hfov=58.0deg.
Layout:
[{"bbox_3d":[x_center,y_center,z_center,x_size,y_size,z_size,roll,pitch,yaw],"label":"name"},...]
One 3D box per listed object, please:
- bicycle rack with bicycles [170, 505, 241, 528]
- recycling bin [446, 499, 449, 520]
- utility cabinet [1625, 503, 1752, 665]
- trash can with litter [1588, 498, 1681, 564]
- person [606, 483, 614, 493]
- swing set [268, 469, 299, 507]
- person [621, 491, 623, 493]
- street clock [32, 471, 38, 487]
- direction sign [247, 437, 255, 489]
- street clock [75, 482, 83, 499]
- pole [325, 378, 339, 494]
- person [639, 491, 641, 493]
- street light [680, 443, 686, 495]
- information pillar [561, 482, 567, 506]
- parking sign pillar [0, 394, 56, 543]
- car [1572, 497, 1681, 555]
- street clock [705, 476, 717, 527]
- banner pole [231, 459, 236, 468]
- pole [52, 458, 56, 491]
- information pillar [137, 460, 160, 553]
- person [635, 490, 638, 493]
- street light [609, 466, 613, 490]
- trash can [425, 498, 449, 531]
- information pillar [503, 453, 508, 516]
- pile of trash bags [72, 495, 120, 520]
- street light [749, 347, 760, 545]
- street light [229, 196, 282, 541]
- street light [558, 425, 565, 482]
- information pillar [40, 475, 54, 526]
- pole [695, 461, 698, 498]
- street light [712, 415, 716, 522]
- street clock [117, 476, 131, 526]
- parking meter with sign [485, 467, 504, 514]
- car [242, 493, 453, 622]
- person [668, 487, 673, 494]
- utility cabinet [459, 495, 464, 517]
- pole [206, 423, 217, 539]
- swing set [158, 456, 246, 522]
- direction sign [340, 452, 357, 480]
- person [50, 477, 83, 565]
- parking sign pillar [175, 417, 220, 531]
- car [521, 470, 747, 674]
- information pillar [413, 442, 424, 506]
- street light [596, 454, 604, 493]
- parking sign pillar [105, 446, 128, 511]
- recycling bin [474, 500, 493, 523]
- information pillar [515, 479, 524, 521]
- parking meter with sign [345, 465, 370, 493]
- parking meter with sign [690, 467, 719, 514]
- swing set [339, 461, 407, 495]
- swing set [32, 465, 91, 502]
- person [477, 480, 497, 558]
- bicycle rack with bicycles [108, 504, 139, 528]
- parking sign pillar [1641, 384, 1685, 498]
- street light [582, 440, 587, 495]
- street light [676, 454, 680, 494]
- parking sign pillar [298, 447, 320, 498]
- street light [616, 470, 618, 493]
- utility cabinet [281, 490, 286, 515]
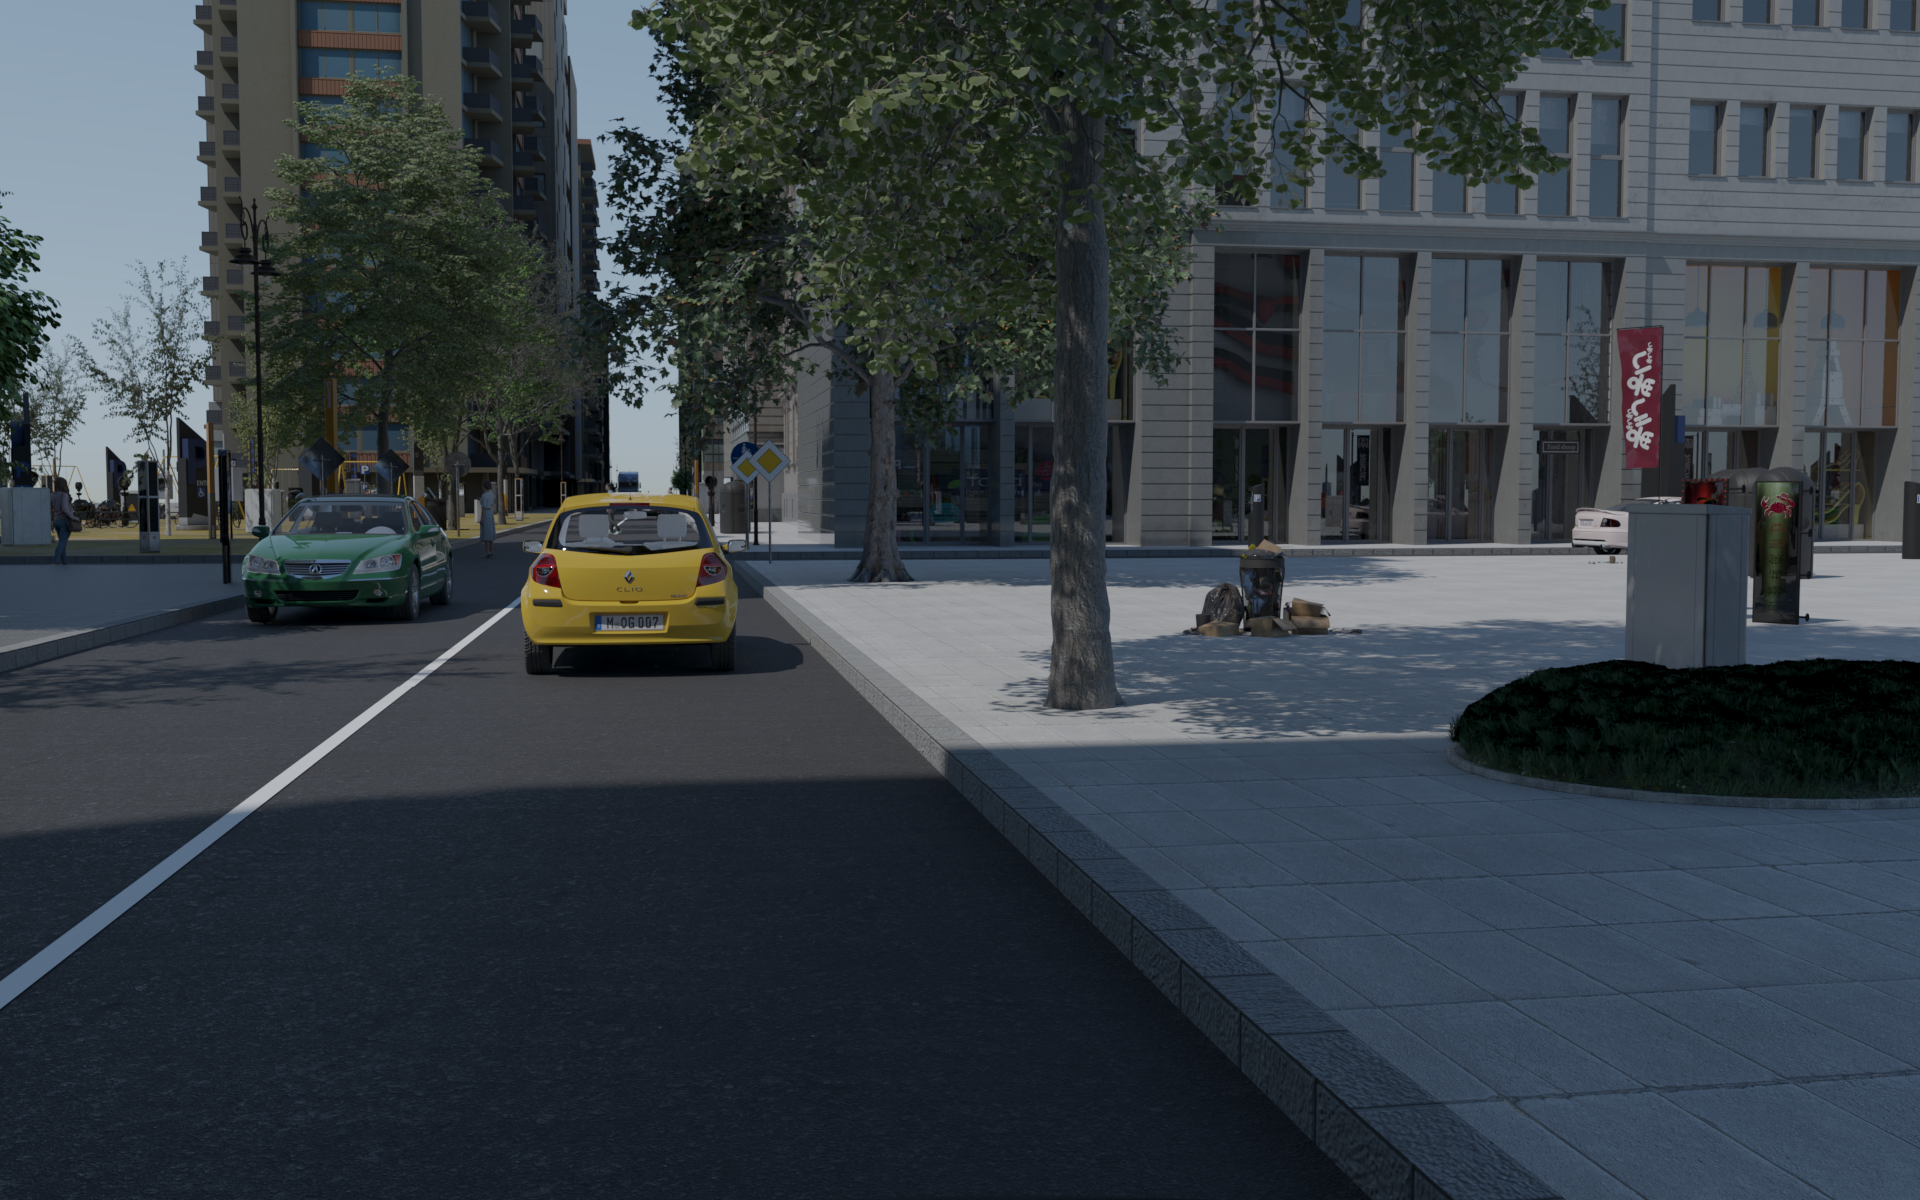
[{"bbox_3d":[-28.229,-3.162,65.085,2.852,0.926,2.925,2,4,25],"label":"bicycle rack with bicycles"},{"bbox_3d":[-25.829,-4.482,85.837,0.722,1.027,0.722,3,4,37],"label":"recycling bin"},{"bbox_3d":[4.661,0.002,11.132,0.306,1.237,1.020,0,4,-6],"label":"utility cabinet"},{"bbox_3d":[12.689,-1.274,31.896,2.233,1.210,1.678,0,4,7],"label":"trash can with litter"},{"bbox_3d":[-12.327,-3.241,61.505,0.620,1.820,0.660,-1,4,-8],"label":"person"},{"bbox_3d":[-41.425,-6.761,108.167,3.119,2.851,2.862,0,4,6],"label":"swing set"},{"bbox_3d":[-32.182,-9.489,164.582,0.756,1.711,0.436,2,4,24],"label":"person"},{"bbox_3d":[-28.467,-2.962,52.999,0.358,2.002,0.471,3,5,45],"label":"street clock"},{"bbox_3d":[-28.106,-4.692,68.709,0.379,3.537,0.876,-3,4,-39],"label":"direction sign"},{"bbox_3d":[-52.267,-6.006,102.770,0.358,2.002,0.471,0,4,0],"label":"street clock"},{"bbox_3d":[-11.111,-2.252,30.670,0.158,3.312,0.155,0,3,0],"label":"pole"},{"bbox_3d":[-32.143,-10.140,174.739,0.568,1.767,0.683,1,4,16],"label":"person"},{"bbox_3d":[-24.321,-11.054,153.516,0.468,5.910,1.993,-1,4,-10],"label":"street light"},{"bbox_3d":[-24.688,-6.328,107.951,0.304,2.012,0.304,0,4,-1],"label":"information pillar"},{"bbox_3d":[-24.634,-3.489,45.511,1.447,3.967,1.447,-2,4,-29],"label":"parking sign pillar"},{"bbox_3d":[16.182,-1.619,38.829,4.827,1.381,2.083,-1,4,-10],"label":"car"},{"bbox_3d":[-9.808,-3.898,68.304,0.471,2.002,0.358,2,4,33],"label":"street clock"},{"bbox_3d":[-45.325,-7.187,107.532,0.863,3.779,0.401,-1,4,-16],"label":"banner pole"},{"bbox_3d":[-51.283,-6.379,98.141,0.158,3.312,0.155,0,3,0],"label":"pole"},{"bbox_3d":[-17.708,-2.038,37.807,0.304,2.012,0.304,2,4,23],"label":"information pillar"},{"bbox_3d":[-25.844,-7.914,138.422,0.617,1.759,0.750,0,4,-7],"label":"person"},{"bbox_3d":[-46.570,-15.807,231.237,0.468,5.910,1.993,-1,4,-10],"label":"street light"},{"bbox_3d":[-17.426,-2.818,57.734,0.748,1.137,0.748,0,3,0],"label":"trash can"},{"bbox_3d":[-26.089,-6.612,99.465,0.183,3.616,0.504,0,4,1],"label":"information pillar"},{"bbox_3d":[-43.522,-4.666,86.034,3.447,1.369,1.912,0,4,7],"label":"pile of trash bags"},{"bbox_3d":[-5.121,-4.314,43.318,0.468,5.910,1.993,-1,4,-10],"label":"street light"},{"bbox_3d":[-11.022,-3.330,27.228,0.468,5.910,1.993,-1,4,-10],"label":"street light"},{"bbox_3d":[-26.281,-8.656,114.320,0.468,5.910,1.993,-1,4,-10],"label":"street light"},{"bbox_3d":[-35.197,-3.811,66.801,0.304,2.012,0.304,1,4,18],"label":"information pillar"},{"bbox_3d":[-15.853,-6.752,104.239,0.158,3.312,0.155,0,3,0],"label":"pole"},{"bbox_3d":[-11.189,-6.462,78.442,0.468,5.910,1.993,-1,4,-10],"label":"street light"},{"bbox_3d":[-33.740,-4.000,69.974,0.471,2.002,0.358,-3,5,-39],"label":"street clock"},{"bbox_3d":[-29.660,-6.928,109.541,1.738,3.016,0.543,0,4,-8],"label":"parking meter with sign"},{"bbox_3d":[-7.320,-0.565,21.035,2.131,1.459,4.920,-1,4,-9],"label":"car"},{"bbox_3d":[-15.656,-5.166,93.138,0.473,1.802,0.592,2,4,33],"label":"person"},{"bbox_3d":[-27.831,-5.174,95.755,0.306,1.237,1.020,1,4,20],"label":"utility cabinet"},{"bbox_3d":[-21.463,-3.413,49.639,0.158,3.312,0.155,0,3,0],"label":"pole"},{"bbox_3d":[-31.395,-4.474,70.769,3.119,2.851,2.862,1,4,19],"label":"swing set"},{"bbox_3d":[-32.895,-6.192,93.229,0.876,3.537,0.379,-1,4,-12],"label":"direction sign"},{"bbox_3d":[-16.597,-1.400,31.980,0.593,1.750,0.643,2,4,28],"label":"person"},{"bbox_3d":[-27.026,-4.454,61.302,1.447,3.967,1.447,1,4,23],"label":"parking sign pillar"},{"bbox_3d":[-2.876,-0.312,15.319,2.015,1.641,3.980,-1,4,-9],"label":"car"},{"bbox_3d":[-24.597,-5.340,78.660,0.504,3.616,0.183,-3,5,-43],"label":"information pillar"},{"bbox_3d":[-38.666,-12.992,185.206,0.468,5.910,1.993,-1,4,-10],"label":"street light"},{"bbox_3d":[-47.939,-6.732,98.532,1.447,3.967,1.447,1,4,12],"label":"parking sign pillar"},{"bbox_3d":[-21.308,-3.970,77.465,0.722,1.027,0.722,-1,4,-21],"label":"recycling bin"},{"bbox_3d":[-20.884,-4.746,82.082,0.304,2.012,0.304,0,4,2],"label":"information pillar"},{"bbox_3d":[-30.413,-5.540,86.844,1.738,3.016,0.543,-1,4,-14],"label":"parking meter with sign"},{"bbox_3d":[-16.317,-7.008,110.838,1.738,3.016,0.543,1,4,8],"label":"parking meter with sign"},{"bbox_3d":[-28.216,-5.208,82.764,3.119,2.851,2.862,0,4,-5],"label":"swing set"},{"bbox_3d":[-49.536,-5.930,94.574,2.862,2.851,3.119,1,4,22],"label":"swing set"},{"bbox_3d":[-10.722,-1.832,39.015,0.524,1.755,0.480,1,4,12],"label":"person"},{"bbox_3d":[-32.148,-3.166,65.148,2.852,0.926,2.925,3,4,37],"label":"bicycle rack with bicycles"},{"bbox_3d":[17.530,-3.347,43.203,1.447,3.967,1.447,0,4,-7],"label":"parking sign pillar"},{"bbox_3d":[-32.339,-10.798,149.337,0.468,5.910,1.993,-1,4,-10],"label":"street light"},{"bbox_3d":[-30.364,-13.196,188.535,0.468,5.910,1.993,-1,4,-10],"label":"street light"},{"bbox_3d":[-31.639,-5.854,84.191,1.447,3.967,1.447,3,5,42],"label":"parking sign pillar"},{"bbox_3d":[-52.864,-18.000,267.093,0.468,5.910,1.993,-1,4,-10],"label":"street light"},{"bbox_3d":[-41.259,-5.871,104.677,1.173,1.500,0.318,2,4,31],"label":"utility cabinet"}]
